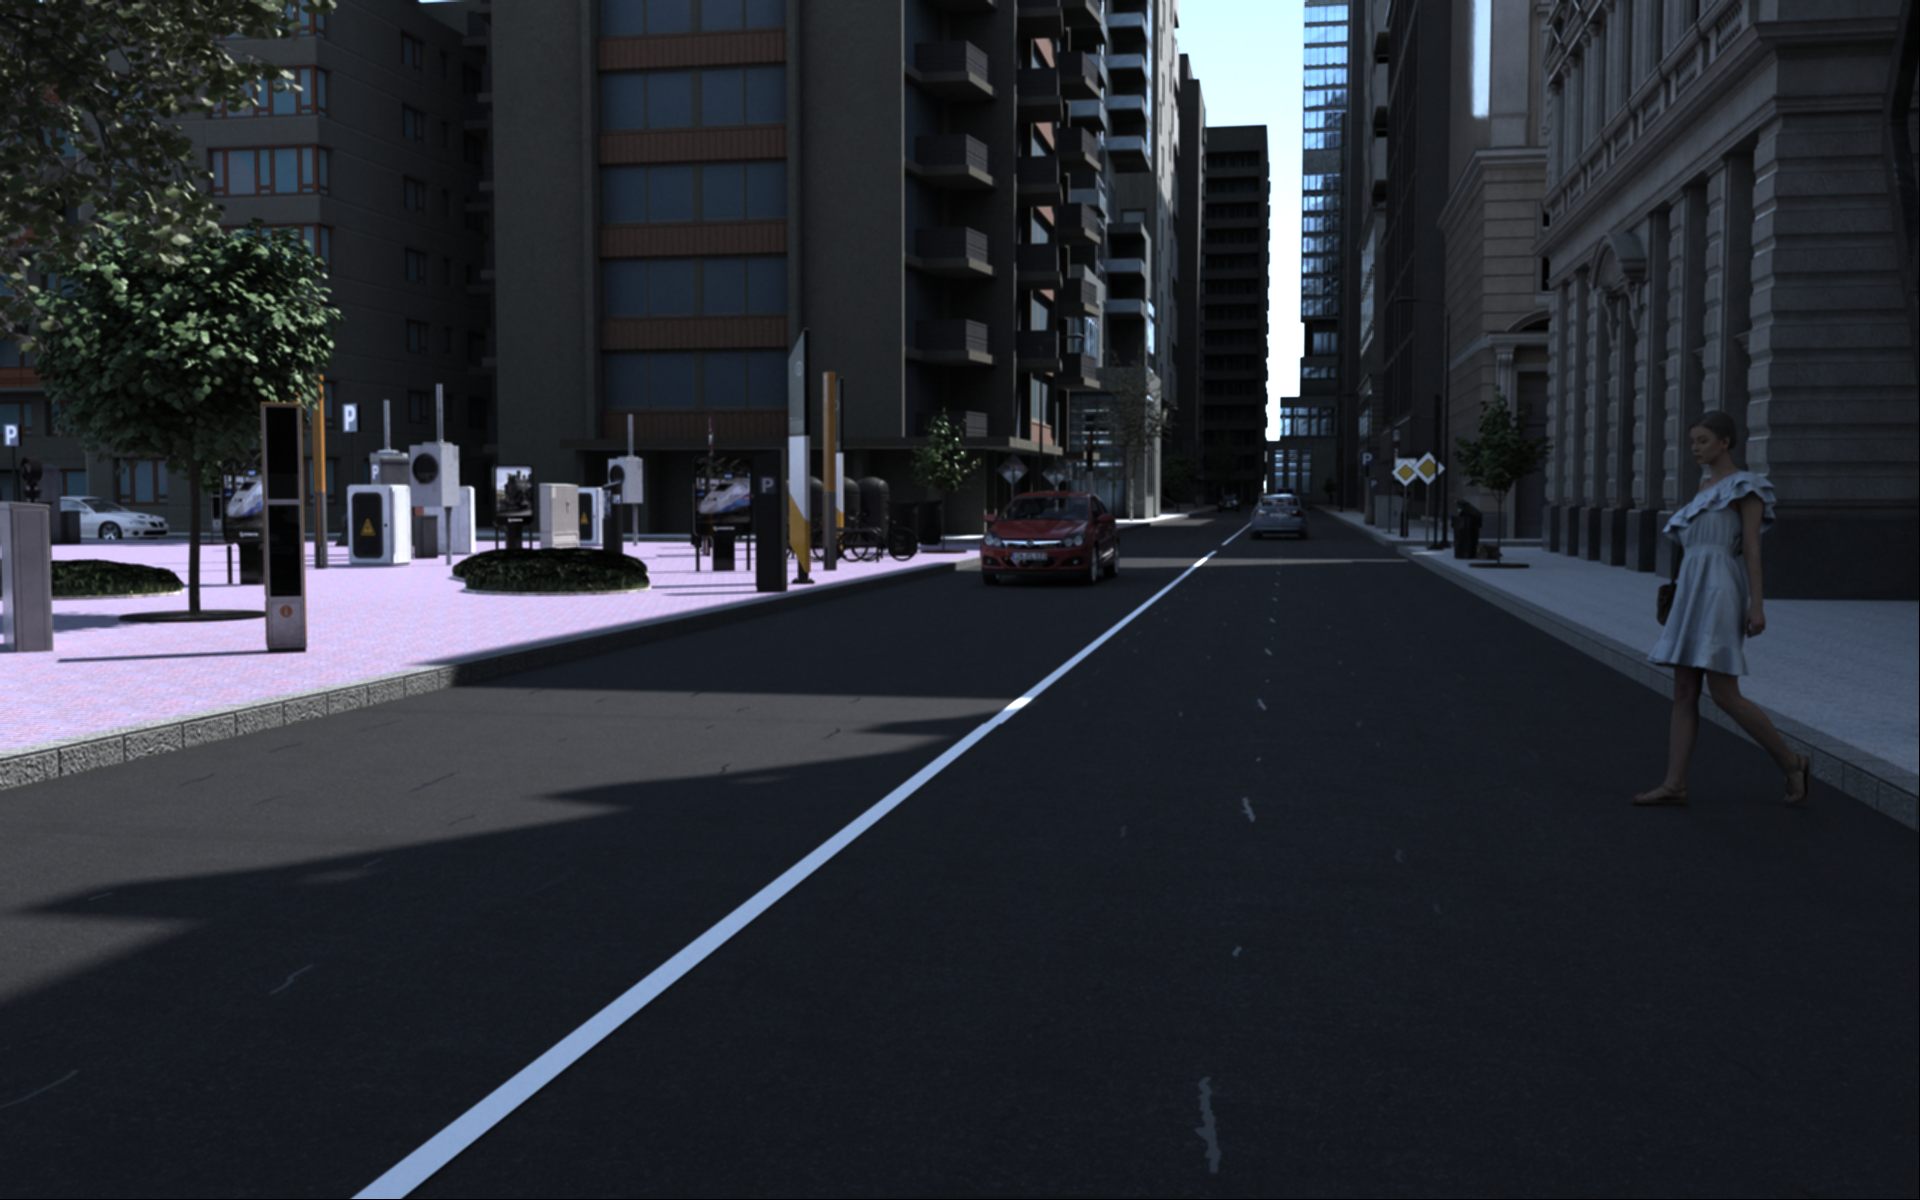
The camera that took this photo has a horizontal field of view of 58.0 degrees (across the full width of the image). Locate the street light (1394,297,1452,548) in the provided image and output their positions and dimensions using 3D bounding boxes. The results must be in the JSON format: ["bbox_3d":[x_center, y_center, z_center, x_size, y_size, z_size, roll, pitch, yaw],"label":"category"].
[{"bbox_3d":[10.955,-4.186,40.978,1.470,5.913,1.316,1,4,11],"label":"street light"}]

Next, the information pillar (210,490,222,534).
[{"bbox_3d":[-24.168,-3.164,56.226,0.304,2.012,0.304,-2,4,-34],"label":"information pillar"}]

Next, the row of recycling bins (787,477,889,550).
[{"bbox_3d":[-3.179,-2.077,41.078,3.534,1.692,1.069,-3,4,-38],"label":"row of recycling bins"}]

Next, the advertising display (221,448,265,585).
[{"bbox_3d":[-10.047,-1.182,24.532,0.974,1.923,0.123,2,4,24],"label":"advertising display"}]

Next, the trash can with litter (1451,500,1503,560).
[{"bbox_3d":[10.200,-1.389,34.094,0.624,1.170,1.055,-3,4,-37],"label":"trash can with litter"}]

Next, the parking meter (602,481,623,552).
[{"bbox_3d":[-6.574,-1.490,32.770,0.372,1.533,0.369,0,3,0],"label":"parking meter"}]

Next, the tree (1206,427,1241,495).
[{"bbox_3d":[28.948,-14.723,191.075,4.737,8.622,4.395,0,3,0],"label":"tree"}]

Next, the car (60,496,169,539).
[{"bbox_3d":[-25.853,-2.380,51.274,4.827,1.381,2.083,1,4,11],"label":"car"}]

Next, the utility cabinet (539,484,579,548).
[{"bbox_3d":[-8.574,-1.740,37.130,0.318,1.500,1.173,1,4,16],"label":"utility cabinet"}]

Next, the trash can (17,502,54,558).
[{"bbox_3d":[-17.218,-1.254,32.156,0.748,1.137,0.748,0,3,0],"label":"trash can"}]

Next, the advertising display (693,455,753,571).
[{"bbox_3d":[-3.950,-1.447,28.874,0.974,1.923,0.123,-1,4,-17],"label":"advertising display"}]

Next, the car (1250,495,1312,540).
[{"bbox_3d":[10.343,-2.688,55.949,2.014,1.417,4.499,1,4,12],"label":"car"}]

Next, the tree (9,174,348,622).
[{"bbox_3d":[-7.977,-2.085,17.801,4.285,4.588,4.351,0,3,0],"label":"tree"}]

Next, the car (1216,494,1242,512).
[{"bbox_3d":[21.539,-7.884,138.688,2.009,1.686,4.222,1,4,10],"label":"car"}]

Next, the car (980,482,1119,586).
[{"bbox_3d":[1.537,-1.197,28.609,2.155,1.783,4.494,1,4,12],"label":"car"}]

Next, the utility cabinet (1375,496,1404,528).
[{"bbox_3d":[16.069,-3.282,64.822,1.020,1.237,0.306,-1,4,-9],"label":"utility cabinet"}]

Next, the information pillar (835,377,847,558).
[{"bbox_3d":[-2.542,-2.669,34.991,0.504,3.616,0.183,3,5,40],"label":"information pillar"}]

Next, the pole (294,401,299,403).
[{"bbox_3d":[-12.651,-2.397,33.027,0.158,3.312,0.155,0,3,0],"label":"pole"}]

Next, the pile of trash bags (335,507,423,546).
[{"bbox_3d":[-13.815,-2.001,42.476,3.447,1.369,1.912,3,5,44],"label":"pile of trash bags"}]

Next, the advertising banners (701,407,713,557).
[{"bbox_3d":[-5.248,-2.429,35.903,0.090,3.025,2.074,-1,4,-14],"label":"advertising banners"}]

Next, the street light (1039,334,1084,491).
[{"bbox_3d":[2.896,-4.769,50.514,1.470,5.913,1.316,1,4,11],"label":"street light"}]

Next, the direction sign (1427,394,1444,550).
[{"bbox_3d":[10.932,-2.919,39.723,0.379,3.537,0.876,1,4,22],"label":"direction sign"}]

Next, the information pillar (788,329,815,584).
[{"bbox_3d":[-2.297,-2.047,24.820,0.183,3.616,0.504,-2,4,-34],"label":"information pillar"}]

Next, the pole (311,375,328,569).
[{"bbox_3d":[-10.988,-2.193,29.702,0.158,3.312,0.155,0,3,0],"label":"pole"}]

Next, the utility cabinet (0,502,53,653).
[{"bbox_3d":[-7.797,-0.202,14.468,0.306,1.237,1.020,-2,4,-33],"label":"utility cabinet"}]

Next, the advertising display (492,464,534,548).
[{"bbox_3d":[-9.796,-2.004,37.986,0.123,1.923,0.974,3,5,44],"label":"advertising display"}]

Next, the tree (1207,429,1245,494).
[{"bbox_3d":[30.289,-15.117,197.516,4.360,8.622,3.978,0,3,0],"label":"tree"}]

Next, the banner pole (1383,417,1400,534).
[{"bbox_3d":[14.044,-4.042,56.102,0.401,3.779,0.863,-1,4,-13],"label":"banner pole"}]

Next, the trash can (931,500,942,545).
[{"bbox_3d":[-0.774,-1.956,43.642,0.748,1.137,0.748,0,3,0],"label":"trash can"}]

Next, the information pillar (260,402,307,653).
[{"bbox_3d":[-5.498,-0.586,14.076,0.304,2.012,0.304,-2,4,-23],"label":"information pillar"}]

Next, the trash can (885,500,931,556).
[{"bbox_3d":[-1.189,-1.492,36.046,0.748,1.137,0.748,0,3,0],"label":"trash can"}]

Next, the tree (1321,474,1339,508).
[{"bbox_3d":[34.681,-10.304,163.079,1.663,3.219,1.824,0,3,0],"label":"tree"}]

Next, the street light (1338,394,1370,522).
[{"bbox_3d":[18.327,-6.577,80.068,1.470,5.913,1.316,1,4,11],"label":"street light"}]

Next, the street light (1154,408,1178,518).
[{"bbox_3d":[11.046,-7.399,93.518,1.470,5.913,1.316,1,4,11],"label":"street light"}]

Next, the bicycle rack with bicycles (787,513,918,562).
[{"bbox_3d":[-2.270,-1.218,33.299,2.925,0.926,2.852,0,4,1],"label":"bicycle rack with bicycles"}]

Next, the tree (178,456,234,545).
[{"bbox_3d":[-18.879,-3.016,43.906,1.663,3.219,1.824,0,3,0],"label":"tree"}]

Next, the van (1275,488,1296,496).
[{"bbox_3d":[35.221,-11.199,187.489,2.240,2.365,5.245,1,4,10],"label":"van"}]

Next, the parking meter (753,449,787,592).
[{"bbox_3d":[-2.488,-1.040,22.709,0.399,1.863,0.255,1,4,15],"label":"parking meter"}]

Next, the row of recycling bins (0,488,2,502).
[{"bbox_3d":[-26.356,-2.267,44.181,3.534,1.692,1.069,-1,4,-12],"label":"row of recycling bins"}]

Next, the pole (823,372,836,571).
[{"bbox_3d":[-2.187,-2.153,29.037,0.158,3.312,0.155,0,3,0],"label":"pole"}]

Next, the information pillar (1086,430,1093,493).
[{"bbox_3d":[4.791,-4.439,63.938,0.183,3.616,0.504,-1,4,-15],"label":"information pillar"}]

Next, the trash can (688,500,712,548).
[{"bbox_3d":[-6.158,-1.830,41.578,0.748,1.137,0.748,0,3,0],"label":"trash can"}]
